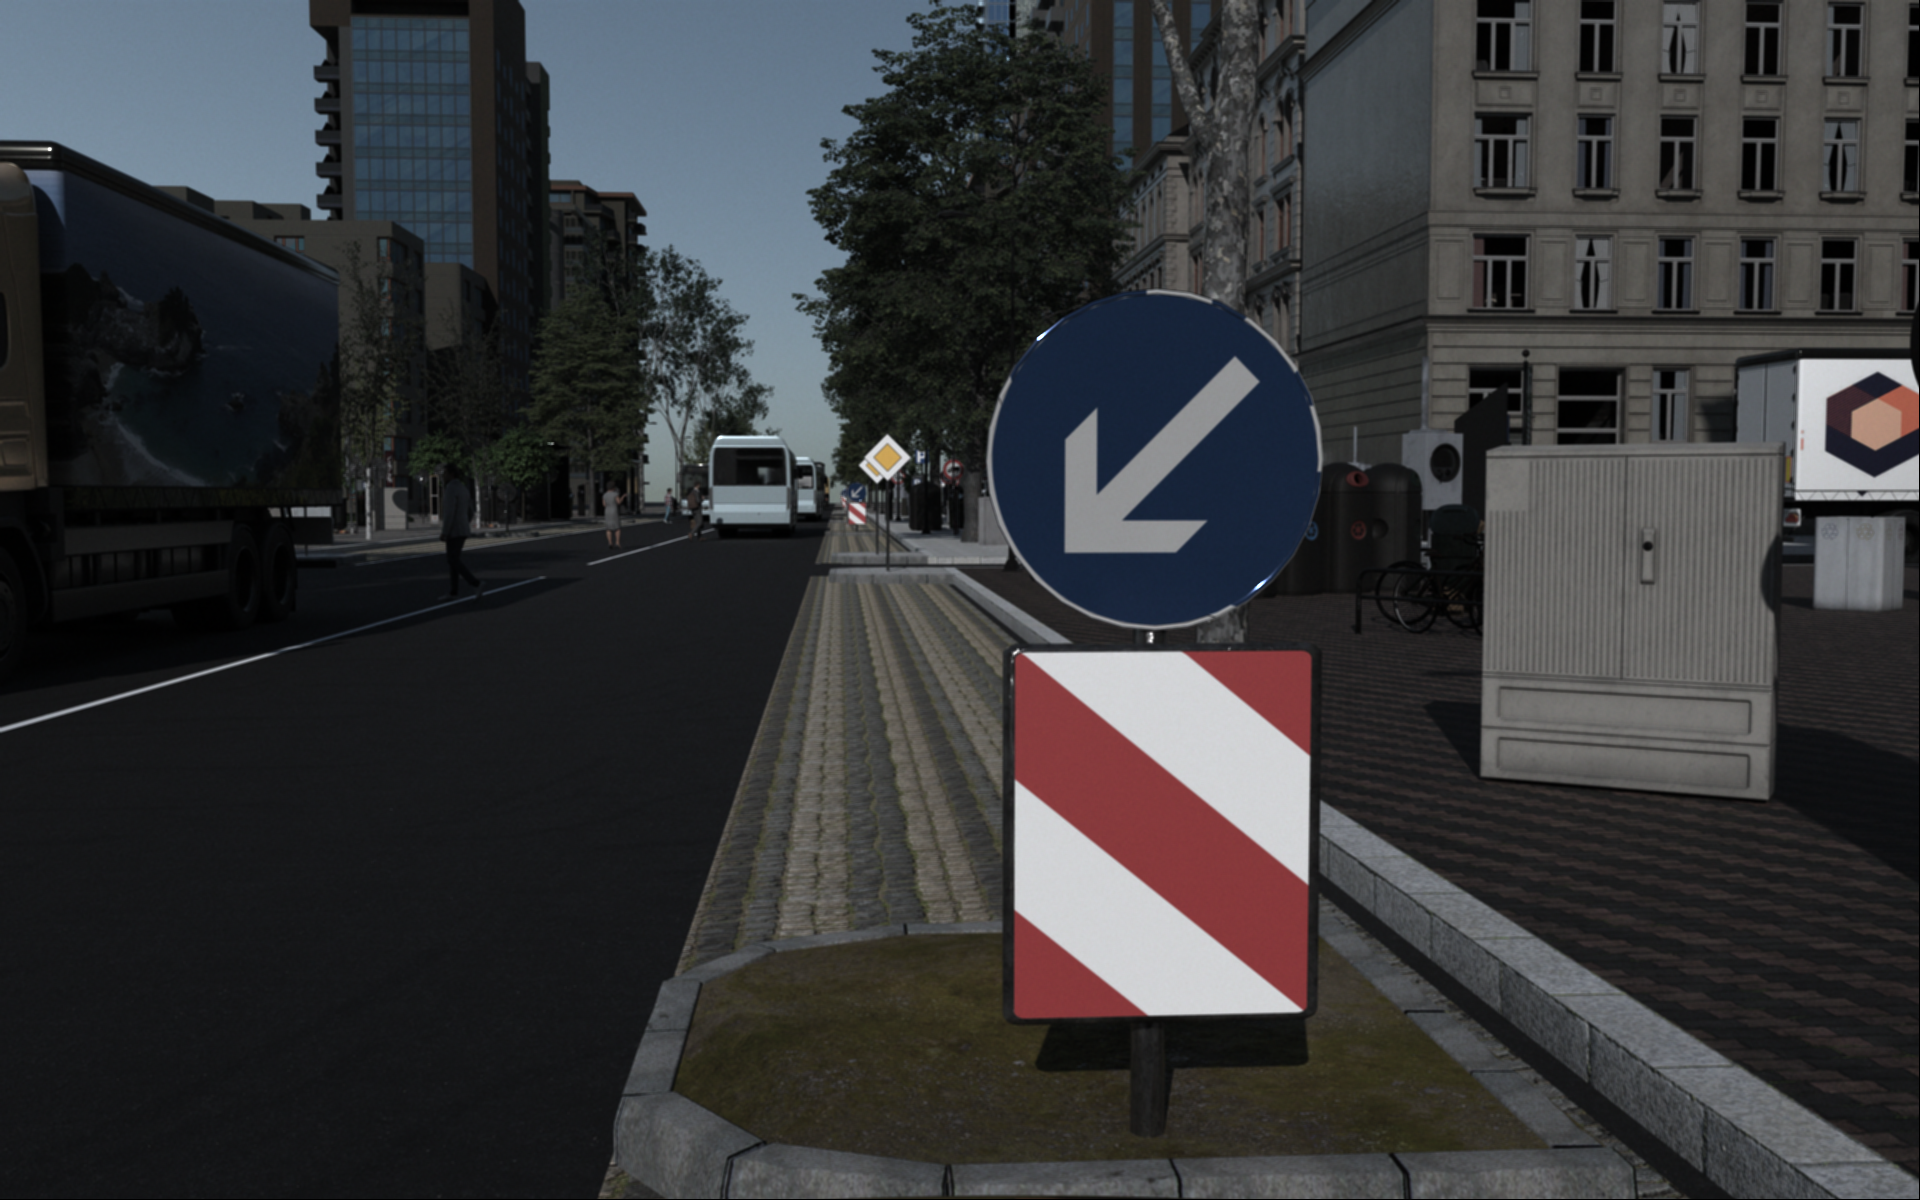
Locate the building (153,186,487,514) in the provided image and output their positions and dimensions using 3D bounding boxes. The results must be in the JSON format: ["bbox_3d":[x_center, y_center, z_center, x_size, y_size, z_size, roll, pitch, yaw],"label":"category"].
[{"bbox_3d":[-50.667,-17.015,123.231,27.650,21.520,28.899,0,4,-4],"label":"building"}]

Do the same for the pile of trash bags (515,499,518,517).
[{"bbox_3d":[-24.217,-5.393,97.929,1.912,1.369,3.447,-1,4,-14],"label":"pile of trash bags"}]

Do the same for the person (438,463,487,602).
[{"bbox_3d":[-6.659,-0.905,23.147,0.795,1.843,0.661,1,4,11],"label":"person"}]

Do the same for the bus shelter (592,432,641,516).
[{"bbox_3d":[-20.827,-7.763,104.548,2.179,5.291,8.768,0,4,-4],"label":"bus shelter"}]

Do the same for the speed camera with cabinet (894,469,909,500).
[{"bbox_3d":[-2.610,-6.074,93.639,2.038,3.252,0.660,3,4,37],"label":"speed camera with cabinet"}]

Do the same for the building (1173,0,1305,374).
[{"bbox_3d":[19.013,-17.999,81.681,14.401,28.519,23.554,0,4,-4],"label":"building"}]

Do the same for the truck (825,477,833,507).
[{"bbox_3d":[-16.359,-12.456,199.579,3.469,3.379,9.791,0,4,-4],"label":"truck"}]

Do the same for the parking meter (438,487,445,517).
[{"bbox_3d":[-28.320,-5.435,94.576,0.399,1.863,0.255,-3,4,-38],"label":"parking meter"}]

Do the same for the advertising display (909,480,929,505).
[{"bbox_3d":[-1.923,-4.652,81.274,0.974,1.923,0.123,-2,4,-28],"label":"advertising display"}]

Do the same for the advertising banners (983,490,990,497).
[{"bbox_3d":[1.555,-3.776,57.918,2.074,3.025,0.090,3,5,44],"label":"advertising banners"}]

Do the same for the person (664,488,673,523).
[{"bbox_3d":[-14.418,-4.659,85.514,0.643,1.720,0.563,-3,4,-36],"label":"person"}]

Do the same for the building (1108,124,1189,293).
[{"bbox_3d":[15.300,-16.787,103.339,11.050,23.489,19.941,0,4,-4],"label":"building"}]

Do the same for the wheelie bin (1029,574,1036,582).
[{"bbox_3d":[1.392,-1.059,25.216,0.693,1.594,0.980,-1,4,-20],"label":"wheelie bin"}]

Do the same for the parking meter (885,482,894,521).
[{"bbox_3d":[-3.420,-4.778,83.828,0.399,1.863,0.255,0,4,1],"label":"parking meter"}]

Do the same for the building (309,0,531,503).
[{"bbox_3d":[-44.282,-30.242,144.560,14.600,45.320,14.200,0,4,-4],"label":"building"}]

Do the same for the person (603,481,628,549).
[{"bbox_3d":[-8.906,-2.211,45.004,0.716,1.782,0.532,2,4,26],"label":"person"}]

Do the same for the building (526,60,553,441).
[{"bbox_3d":[-45.616,-29.061,158.743,14.154,41.232,14.086,0,4,-4],"label":"building"}]

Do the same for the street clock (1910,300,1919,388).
[{"bbox_3d":[3.273,-0.060,5.546,0.471,2.002,0.358,-2,4,-26],"label":"street clock"}]

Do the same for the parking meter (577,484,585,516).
[{"bbox_3d":[-22.136,-5.841,101.214,0.399,1.863,0.255,-2,4,-34],"label":"parking meter"}]

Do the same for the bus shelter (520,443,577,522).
[{"bbox_3d":[-19.579,-5.583,82.558,1.731,3.624,6.357,0,4,-4],"label":"bus shelter"}]

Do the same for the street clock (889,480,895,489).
[{"bbox_3d":[-3.635,-5.250,90.412,0.358,2.002,0.471,3,5,41],"label":"street clock"}]

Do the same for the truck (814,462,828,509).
[{"bbox_3d":[-13.637,-10.331,157.823,2.839,4.237,11.283,0,4,-2],"label":"truck"}]

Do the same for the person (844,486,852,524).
[{"bbox_3d":[-5.265,-4.526,82.603,0.391,1.810,0.635,-2,4,-24],"label":"person"}]

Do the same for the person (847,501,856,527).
[{"bbox_3d":[-4.608,-3.754,74.127,0.590,1.304,0.306,3,5,44],"label":"person"}]

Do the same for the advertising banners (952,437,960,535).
[{"bbox_3d":[-0.141,-3.558,54.368,0.090,3.025,2.074,0,4,5],"label":"advertising banners"}]

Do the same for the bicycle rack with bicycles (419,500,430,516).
[{"bbox_3d":[-29.583,-5.249,99.207,2.852,0.926,2.925,-2,4,-28],"label":"bicycle rack with bicycles"}]

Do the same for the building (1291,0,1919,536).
[{"bbox_3d":[27.850,-13.888,60.360,30.059,22.955,16.112,0,4,-4],"label":"building"}]

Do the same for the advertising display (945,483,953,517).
[{"bbox_3d":[-0.596,-5.546,95.889,0.123,1.923,0.974,1,4,23],"label":"advertising display"}]

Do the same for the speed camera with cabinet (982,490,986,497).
[{"bbox_3d":[1.319,-4.441,66.951,2.038,3.252,0.660,3,4,37],"label":"speed camera with cabinet"}]

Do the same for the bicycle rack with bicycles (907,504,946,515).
[{"bbox_3d":[-2.031,-5.659,105.911,2.925,0.926,2.852,-1,4,-10],"label":"bicycle rack with bicycles"}]

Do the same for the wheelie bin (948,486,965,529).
[{"bbox_3d":[-0.078,-3.462,64.508,0.693,1.594,0.980,-1,4,-21],"label":"wheelie bin"}]

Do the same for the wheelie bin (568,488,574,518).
[{"bbox_3d":[-21.200,-5.220,93.253,0.980,1.594,0.693,-3,5,-40],"label":"wheelie bin"}]

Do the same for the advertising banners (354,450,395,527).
[{"bbox_3d":[-23.252,-4.446,68.872,0.090,3.025,2.074,2,4,31],"label":"advertising banners"}]

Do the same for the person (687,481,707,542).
[{"bbox_3d":[-7.982,-2.683,52.333,0.822,1.834,0.622,-3,5,-44],"label":"person"}]

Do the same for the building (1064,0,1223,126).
[{"bbox_3d":[15.097,-28.932,123.148,14.600,45.320,14.200,0,4,-4],"label":"building"}]

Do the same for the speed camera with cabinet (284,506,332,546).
[{"bbox_3d":[-16.516,-2.942,42.436,2.038,3.252,0.660,-3,5,-43],"label":"speed camera with cabinet"}]

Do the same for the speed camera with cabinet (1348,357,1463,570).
[{"bbox_3d":[6.163,-1.850,24.583,2.038,3.252,0.660,-2,4,-25],"label":"speed camera with cabinet"}]

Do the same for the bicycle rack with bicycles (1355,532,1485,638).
[{"bbox_3d":[4.898,-0.153,15.879,2.852,0.926,2.925,-2,4,-35],"label":"bicycle rack with bicycles"}]

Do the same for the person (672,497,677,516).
[{"bbox_3d":[-18.698,-6.157,112.348,0.628,1.438,0.799,1,4,8],"label":"person"}]

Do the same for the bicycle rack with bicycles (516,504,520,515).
[{"bbox_3d":[-22.152,-4.712,90.423,2.925,0.926,2.852,-1,4,-9],"label":"bicycle rack with bicycles"}]

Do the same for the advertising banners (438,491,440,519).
[{"bbox_3d":[-27.267,-5.771,90.539,0.090,3.025,2.074,-1,4,-18],"label":"advertising banners"}]
